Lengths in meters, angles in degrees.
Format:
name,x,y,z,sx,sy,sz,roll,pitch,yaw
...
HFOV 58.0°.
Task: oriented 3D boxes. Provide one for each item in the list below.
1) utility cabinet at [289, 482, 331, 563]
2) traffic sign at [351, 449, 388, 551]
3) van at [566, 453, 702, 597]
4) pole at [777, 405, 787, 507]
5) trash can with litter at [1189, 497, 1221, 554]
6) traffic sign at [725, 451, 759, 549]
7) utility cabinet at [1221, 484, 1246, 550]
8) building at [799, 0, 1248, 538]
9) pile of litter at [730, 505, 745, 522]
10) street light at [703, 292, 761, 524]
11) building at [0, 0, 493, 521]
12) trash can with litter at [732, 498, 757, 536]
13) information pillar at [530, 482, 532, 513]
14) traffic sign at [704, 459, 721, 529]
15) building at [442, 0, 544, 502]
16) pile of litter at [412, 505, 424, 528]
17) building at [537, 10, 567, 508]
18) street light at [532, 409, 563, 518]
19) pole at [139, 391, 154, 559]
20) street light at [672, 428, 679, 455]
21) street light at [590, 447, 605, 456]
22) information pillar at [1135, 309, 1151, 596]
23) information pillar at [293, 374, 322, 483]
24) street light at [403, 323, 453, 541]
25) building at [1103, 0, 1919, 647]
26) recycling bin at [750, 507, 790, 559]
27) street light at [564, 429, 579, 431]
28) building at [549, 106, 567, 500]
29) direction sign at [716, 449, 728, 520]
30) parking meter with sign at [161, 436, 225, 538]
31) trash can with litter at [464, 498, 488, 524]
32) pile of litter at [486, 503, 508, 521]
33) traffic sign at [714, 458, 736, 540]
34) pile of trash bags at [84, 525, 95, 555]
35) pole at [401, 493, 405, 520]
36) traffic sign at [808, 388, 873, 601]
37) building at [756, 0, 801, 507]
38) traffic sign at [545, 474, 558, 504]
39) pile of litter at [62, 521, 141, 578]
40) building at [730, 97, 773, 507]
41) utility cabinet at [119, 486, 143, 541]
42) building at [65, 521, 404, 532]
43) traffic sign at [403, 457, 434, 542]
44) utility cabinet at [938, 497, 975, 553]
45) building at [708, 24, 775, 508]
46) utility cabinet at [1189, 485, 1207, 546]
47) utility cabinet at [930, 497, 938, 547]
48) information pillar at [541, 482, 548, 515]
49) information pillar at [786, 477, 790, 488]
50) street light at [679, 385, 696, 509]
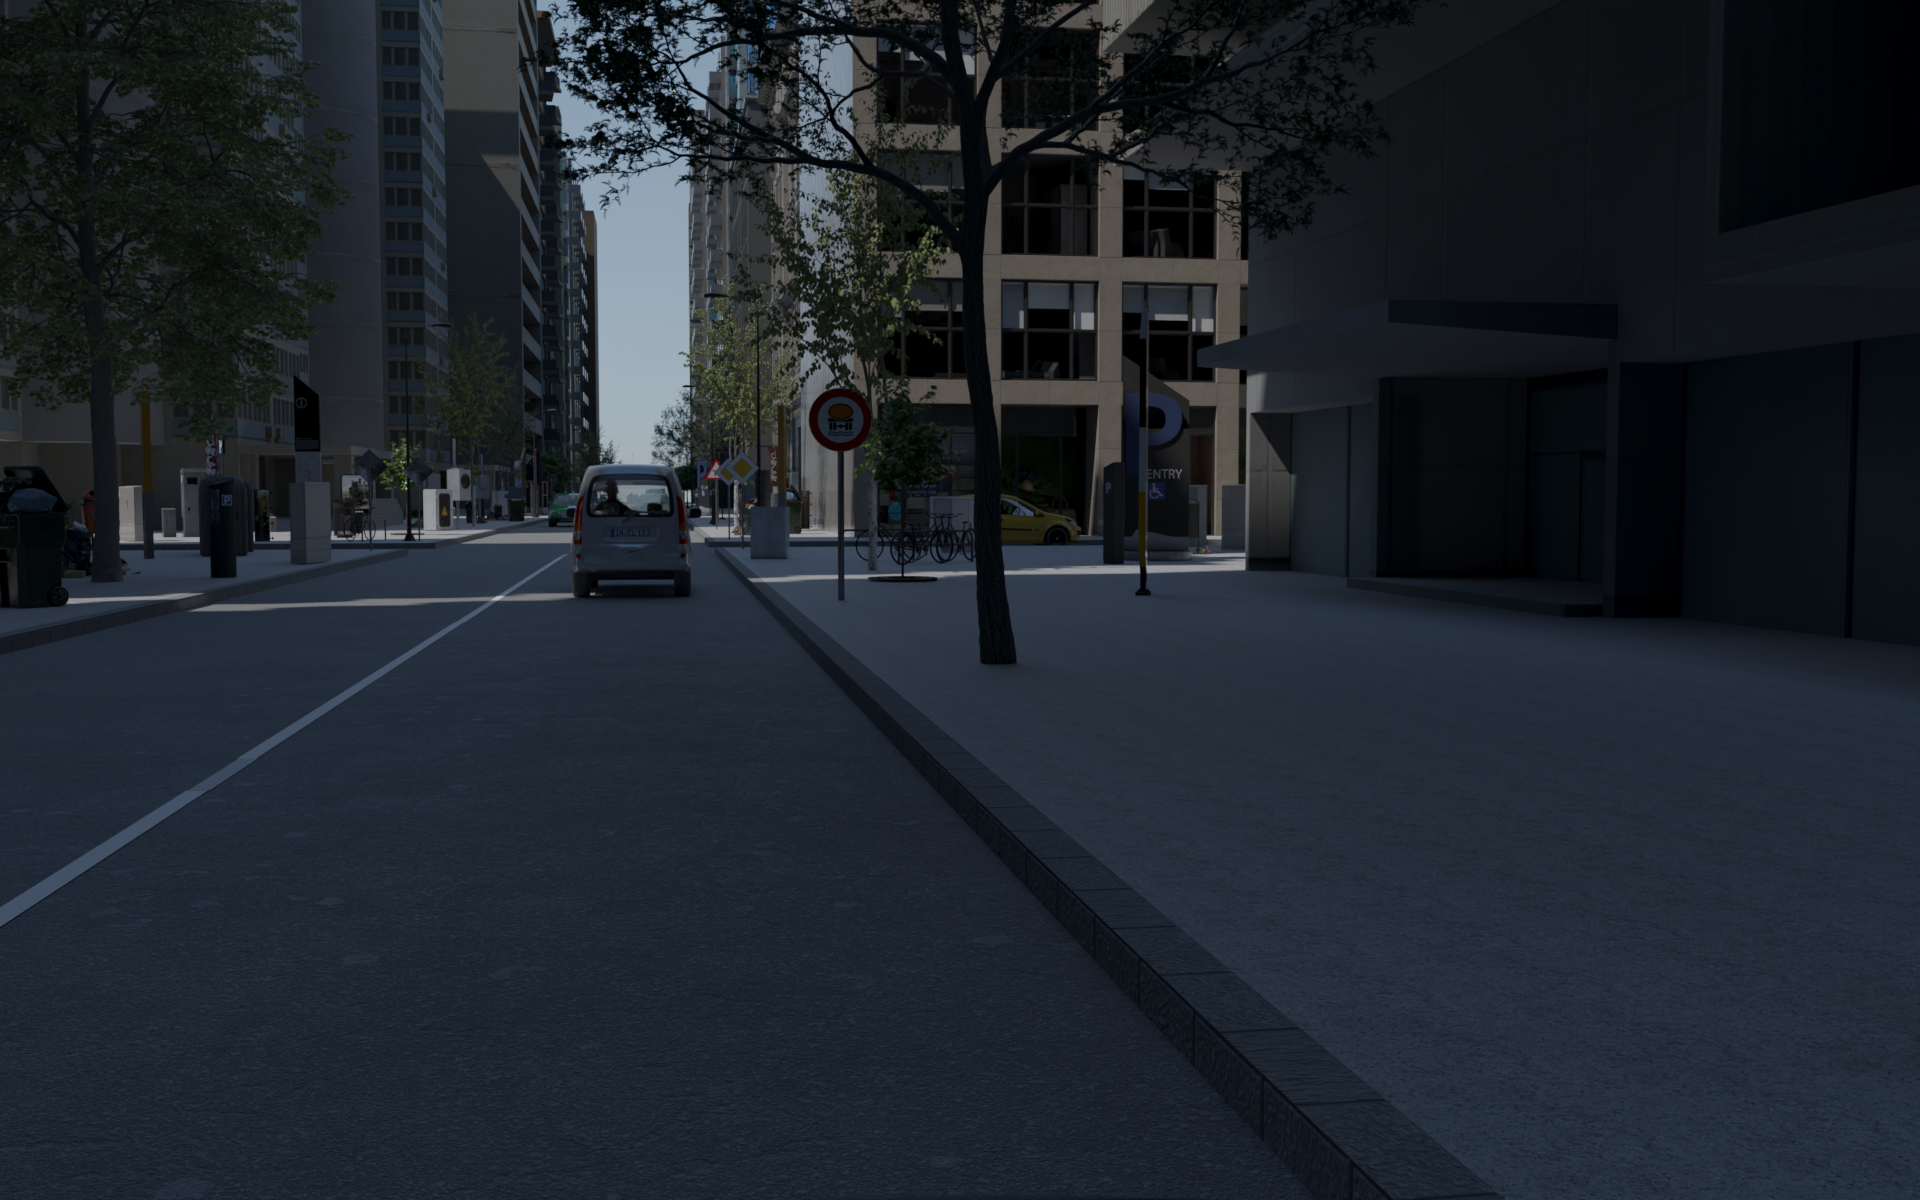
name,x,y,z,sx,sy,sz,roll,pitch,yaw
utility cabinet,-12.035,-1.430,32.064,0.318,1.500,1.173,0,4,1
traffic sign,-13.230,-2.153,38.844,0.795,2.450,0.064,-1,4,-10
van,-4.813,-1.133,25.537,2.013,2.044,4.112,-1,4,-9
pole,-4.096,-2.816,39.886,0.158,3.312,0.155,0,3,0
trash can with litter,4.484,-1.597,37.170,2.233,1.210,1.678,1,4,9
traffic sign,-5.054,-2.238,40.237,0.795,2.450,0.064,-1,4,-10
utility cabinet,6.544,-1.873,39.300,1.173,1.500,0.318,1,4,21
building,11.995,-15.784,62.592,34.151,26.468,19.350,-1,4,-10
pile of litter,-9.890,-4.037,79.975,1.719,0.858,1.176,3,5,44
street light,-5.215,-4.136,40.161,1.470,5.913,1.316,-1,4,-10
building,-44.217,-25.183,103.617,32.217,40.220,23.993,-1,4,-10
trash can with litter,-6.638,-2.582,53.610,1.055,1.170,0.624,2,4,35
information pillar,-25.288,-5.998,102.566,0.304,2.012,0.304,-2,4,-25
traffic sign,-8.927,-3.883,63.491,0.884,2.594,0.081,-1,4,-9
building,-42.778,-30.867,128.380,21.300,48.544,21.600,-1,4,-10
pile of litter,-20.550,-3.202,66.326,1.176,0.858,1.719,0,4,3
building,-46.936,-30.544,154.014,22.147,44.769,28.867,-1,4,-10
street light,-22.693,-7.469,94.657,1.470,5.913,1.316,-1,4,-10
pole,-16.091,-2.472,34.265,0.158,3.312,0.155,0,3,0
street light,-19.351,-9.111,121.502,1.470,5.913,1.316,-1,4,-10
street light,-35.875,-12.084,170.118,1.470,5.913,1.316,-1,4,-10
information pillar,2.314,-1.863,21.821,0.183,3.616,0.504,1,4,9
information pillar,-12.776,-2.603,33.918,0.504,3.616,0.183,-1,4,-11
street light,-14.456,-4.559,47.083,1.470,5.913,1.316,-1,4,-10
building,17.796,-26.185,17.365,28.713,52.752,27.495,-1,4,-10
recycling bin,-3.783,-1.343,34.508,0.722,1.027,0.722,0,4,0
street light,-27.646,-9.182,122.670,1.470,5.913,1.316,-1,4,-10
building,-47.800,-30.127,176.164,14.154,41.232,14.086,-1,4,-10
direction sign,-11.975,-5.826,87.247,0.876,3.537,0.379,3,4,38
parking meter with sign,-22.825,-3.383,51.567,1.738,3.016,0.543,-2,4,-32
trash can with litter,-21.083,-3.925,75.559,1.055,1.170,0.624,1,4,16
pile of litter,-22.262,-4.287,84.050,1.719,0.858,1.176,-2,4,-29
traffic sign,-6.420,-2.719,48.105,0.795,2.450,0.064,-1,4,-10
pile of trash bags,-19.254,-1.575,35.507,3.447,1.369,1.912,-3,5,-40
pole,-27.500,-5.605,85.485,0.158,3.312,0.155,0,3,0
traffic sign,-1.432,-1.268,20.830,0.768,2.556,0.104,0,4,-2
building,-2.776,-18.405,88.307,14.401,28.519,23.554,-1,4,-10
traffic sign,-26.148,-6.775,110.870,0.768,2.556,0.104,0,4,-1
pile of litter,-13.570,-0.803,27.093,1.176,0.858,1.719,2,4,29
building,-7.171,-19.481,112.027,14.314,27.812,24.014,-1,4,-10
utility cabinet,-22.505,-2.345,47.021,1.173,1.500,0.318,3,5,44
building,-38.390,-22.697,62.976,32.217,40.220,23.993,-1,4,-10
traffic sign,-14.596,-2.634,46.712,0.795,2.450,0.064,-1,4,-10
utility cabinet,0.012,-1.650,38.147,0.306,1.237,1.020,3,4,37
building,-10.506,-51.218,150.086,22.319,86.520,31.000,-1,4,-10
utility cabinet,5.585,-2.065,42.436,0.318,1.500,1.173,-2,4,-26
utility cabinet,-0.198,-1.883,41.941,1.020,1.237,0.306,-1,4,-20
information pillar,-25.148,-6.137,104.836,0.304,2.012,0.304,-2,4,-27
information pillar,-7.640,-4.344,75.524,0.304,2.012,0.304,3,4,37
street light,-11.109,-6.197,73.863,1.470,5.913,1.316,-1,4,-10
